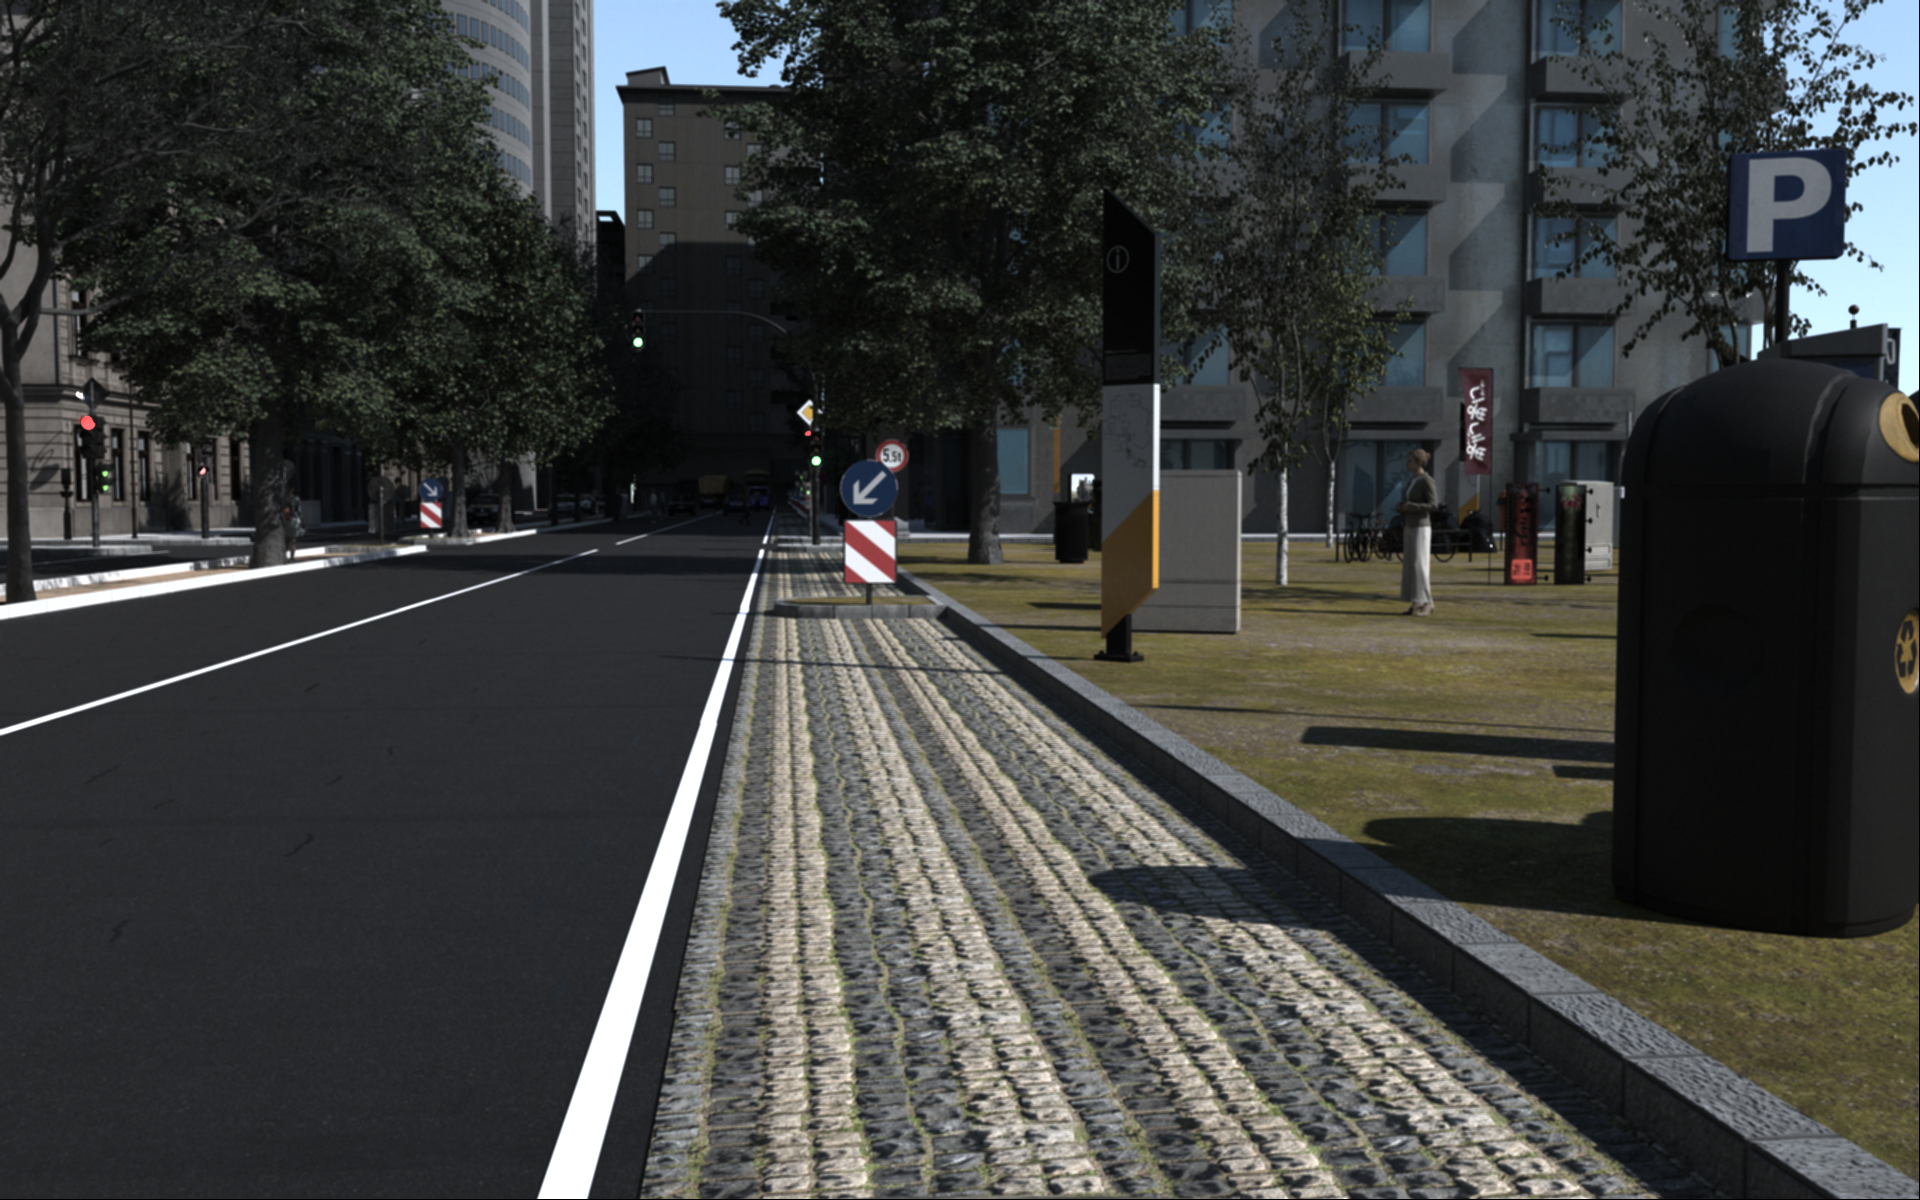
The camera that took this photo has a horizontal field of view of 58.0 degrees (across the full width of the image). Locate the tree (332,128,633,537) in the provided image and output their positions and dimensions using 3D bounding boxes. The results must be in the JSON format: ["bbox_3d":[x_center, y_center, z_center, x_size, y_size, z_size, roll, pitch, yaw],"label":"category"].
[{"bbox_3d":[-15.570,-8.197,53.478,9.611,12.733,9.660,0,3,0],"label":"tree"}]

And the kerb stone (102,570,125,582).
[{"bbox_3d":[-13.969,-0.377,28.362,0.120,0.150,1.000,0,4,-6],"label":"kerb stone"}]

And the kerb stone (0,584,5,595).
[{"bbox_3d":[-13.538,-0.129,24.297,0.120,0.150,1.000,0,4,-6],"label":"kerb stone"}]

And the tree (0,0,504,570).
[{"bbox_3d":[-13.130,-7.548,32.524,9.857,13.997,8.962,0,3,0],"label":"tree"}]

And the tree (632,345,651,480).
[{"bbox_3d":[-16.676,-8.786,63.109,9.611,12.733,9.660,0,3,0],"label":"tree"}]

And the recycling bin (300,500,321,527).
[{"bbox_3d":[-25.785,-3.426,68.564,0.722,1.027,0.722,0,4,2],"label":"recycling bin"}]

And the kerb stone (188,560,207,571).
[{"bbox_3d":[-14.386,-0.626,32.449,0.120,0.150,1.000,0,4,-6],"label":"kerb stone"}]

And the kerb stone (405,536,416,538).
[{"bbox_3d":[-16.351,-1.782,51.327,0.120,0.150,1.000,0,4,-6],"label":"kerb stone"}]

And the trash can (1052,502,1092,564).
[{"bbox_3d":[2.071,-1.251,32.114,0.748,1.137,0.748,0,3,0],"label":"trash can"}]

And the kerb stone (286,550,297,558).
[{"bbox_3d":[-15.025,-0.998,38.564,0.120,0.150,1.000,0,4,-6],"label":"kerb stone"}]

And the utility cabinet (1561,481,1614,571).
[{"bbox_3d":[10.381,-1.223,28.667,1.173,1.500,0.318,-3,5,-41],"label":"utility cabinet"}]

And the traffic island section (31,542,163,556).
[{"bbox_3d":[-20.849,-1.192,41.770,2.009,0.180,2.903,0,4,-6],"label":"traffic island section"}]

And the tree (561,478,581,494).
[{"bbox_3d":[-35.035,-9.908,156.595,1.663,3.219,1.824,0,3,0],"label":"tree"}]

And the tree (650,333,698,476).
[{"bbox_3d":[-19.616,-10.849,96.853,9.611,12.733,9.660,0,3,0],"label":"tree"}]

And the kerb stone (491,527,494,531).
[{"bbox_3d":[-17.840,-2.651,65.593,0.120,0.150,1.000,0,4,-6],"label":"kerb stone"}]

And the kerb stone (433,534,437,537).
[{"bbox_3d":[-16.679,-1.969,54.396,0.120,0.150,1.000,0,4,-6],"label":"kerb stone"}]

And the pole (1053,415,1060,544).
[{"bbox_3d":[2.500,-3.121,44.872,0.158,3.312,0.155,0,3,0],"label":"pole"}]

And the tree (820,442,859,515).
[{"bbox_3d":[-7.186,-7.626,108.394,4.285,4.588,4.351,0,3,0],"label":"tree"}]

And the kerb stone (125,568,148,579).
[{"bbox_3d":[-14.064,-0.440,29.389,0.120,0.150,1.000,0,4,-6],"label":"kerb stone"}]

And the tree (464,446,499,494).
[{"bbox_3d":[-30.058,-9.790,110.428,4.360,8.622,3.978,0,3,0],"label":"tree"}]

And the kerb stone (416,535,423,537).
[{"bbox_3d":[-16.465,-1.841,52.349,0.120,0.150,1.000,0,4,-6],"label":"kerb stone"}]

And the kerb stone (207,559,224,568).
[{"bbox_3d":[-14.502,-0.689,33.464,0.120,0.150,1.000,0,4,-6],"label":"kerb stone"}]

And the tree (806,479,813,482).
[{"bbox_3d":[-14.551,-10.691,169.393,1.663,3.219,1.824,0,3,0],"label":"tree"}]

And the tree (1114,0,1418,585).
[{"bbox_3d":[4.311,-4.518,24.235,4.360,8.622,3.978,0,3,0],"label":"tree"}]

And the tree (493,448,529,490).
[{"bbox_3d":[-30.356,-10.079,115.147,4.737,8.622,4.395,0,3,0],"label":"tree"}]

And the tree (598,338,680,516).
[{"bbox_3d":[-21.836,-11.630,110.727,7.486,12.596,7.792,0,3,0],"label":"tree"}]

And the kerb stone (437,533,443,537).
[{"bbox_3d":[-16.787,-2.032,55.417,0.120,0.150,1.000,0,4,-6],"label":"kerb stone"}]

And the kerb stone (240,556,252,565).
[{"bbox_3d":[-14.704,-0.814,35.498,0.120,0.150,1.000,0,4,-6],"label":"kerb stone"}]

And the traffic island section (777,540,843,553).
[{"bbox_3d":[-3.600,-1.301,43.555,2.009,0.180,2.903,0,4,-6],"label":"traffic island section"}]

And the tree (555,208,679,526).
[{"bbox_3d":[-17.384,-9.855,73.960,12.009,13.543,11.850,0,3,0],"label":"tree"}]

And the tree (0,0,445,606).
[{"bbox_3d":[-11.955,-6.652,21.588,12.009,13.543,11.850,0,3,0],"label":"tree"}]

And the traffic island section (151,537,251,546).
[{"bbox_3d":[-21.676,-1.678,49.713,2.009,0.180,2.903,0,4,-6],"label":"traffic island section"}]

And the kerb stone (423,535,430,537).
[{"bbox_3d":[-16.566,-1.907,53.375,0.120,0.150,1.000,0,4,-6],"label":"kerb stone"}]

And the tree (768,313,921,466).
[{"bbox_3d":[-5.314,-9.074,82.777,7.601,10.594,8.767,1,4,13],"label":"tree"}]

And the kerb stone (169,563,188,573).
[{"bbox_3d":[-14.283,-0.564,31.422,0.120,0.150,1.000,0,4,-6],"label":"kerb stone"}]

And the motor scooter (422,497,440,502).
[{"bbox_3d":[-24.988,-4.227,81.893,0.815,1.314,1.986,0,4,-8],"label":"motor scooter"}]

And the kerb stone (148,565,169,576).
[{"bbox_3d":[-14.175,-0.498,30.406,0.120,0.150,1.000,0,4,-6],"label":"kerb stone"}]

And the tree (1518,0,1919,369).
[{"bbox_3d":[8.797,-4.239,19.677,4.360,8.622,3.978,0,3,0],"label":"tree"}]

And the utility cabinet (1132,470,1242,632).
[{"bbox_3d":[2.003,-0.452,16.071,1.173,1.500,0.318,1,4,16],"label":"utility cabinet"}]

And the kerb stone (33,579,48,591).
[{"bbox_3d":[-13.636,-0.191,25.314,0.120,0.150,1.000,0,4,-6],"label":"kerb stone"}]

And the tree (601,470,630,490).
[{"bbox_3d":[-39.023,-12.999,196.247,4.285,4.588,4.351,0,3,0],"label":"tree"}]

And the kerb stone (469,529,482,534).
[{"bbox_3d":[-17.518,-2.465,62.541,0.120,0.150,1.000,0,4,-6],"label":"kerb stone"}]

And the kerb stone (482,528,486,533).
[{"bbox_3d":[-17.619,-2.530,63.560,0.120,0.150,1.000,0,4,-6],"label":"kerb stone"}]

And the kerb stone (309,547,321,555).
[{"bbox_3d":[-15.235,-1.125,40.597,0.120,0.150,1.000,0,4,-6],"label":"kerb stone"}]

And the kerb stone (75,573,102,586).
[{"bbox_3d":[-13.853,-0.313,27.346,0.120,0.150,1.000,0,4,-6],"label":"kerb stone"}]

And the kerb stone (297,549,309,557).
[{"bbox_3d":[-15.130,-1.063,39.581,0.120,0.150,1.000,0,4,-6],"label":"kerb stone"}]

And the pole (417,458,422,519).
[{"bbox_3d":[-27.656,-5.792,88.546,0.158,3.312,0.155,0,3,0],"label":"pole"}]

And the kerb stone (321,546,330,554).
[{"bbox_3d":[-15.337,-1.188,41.614,0.120,0.150,1.000,0,4,-6],"label":"kerb stone"}]

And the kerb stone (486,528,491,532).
[{"bbox_3d":[-17.731,-2.592,64.577,0.120,0.150,1.000,0,4,-6],"label":"kerb stone"}]

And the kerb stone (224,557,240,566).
[{"bbox_3d":[-14.597,-0.749,34.482,0.120,0.150,1.000,0,4,-6],"label":"kerb stone"}]

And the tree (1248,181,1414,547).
[{"bbox_3d":[8.903,-5.583,41.643,4.737,8.622,4.395,0,3,0],"label":"tree"}]

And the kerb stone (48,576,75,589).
[{"bbox_3d":[-13.758,-0.246,26.329,0.120,0.150,1.000,0,4,-6],"label":"kerb stone"}]

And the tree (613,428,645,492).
[{"bbox_3d":[-20.632,-9.257,104.172,4.737,8.622,4.395,0,3,0],"label":"tree"}]

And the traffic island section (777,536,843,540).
[{"bbox_3d":[-4.427,-1.787,51.497,2.009,0.180,2.903,0,4,-6],"label":"traffic island section"}]

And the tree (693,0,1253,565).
[{"bbox_3d":[0.359,-7.624,31.300,9.857,13.997,8.962,0,3,0],"label":"tree"}]

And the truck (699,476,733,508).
[{"bbox_3d":[-25.641,-11.314,180.906,3.469,3.379,9.791,0,4,-4],"label":"truck"}]

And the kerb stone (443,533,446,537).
[{"bbox_3d":[-16.881,-2.090,56.435,0.120,0.150,1.000,0,4,-6],"label":"kerb stone"}]

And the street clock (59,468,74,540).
[{"bbox_3d":[-25.032,-2.689,48.539,0.358,2.002,0.471,-2,4,-29],"label":"street clock"}]
